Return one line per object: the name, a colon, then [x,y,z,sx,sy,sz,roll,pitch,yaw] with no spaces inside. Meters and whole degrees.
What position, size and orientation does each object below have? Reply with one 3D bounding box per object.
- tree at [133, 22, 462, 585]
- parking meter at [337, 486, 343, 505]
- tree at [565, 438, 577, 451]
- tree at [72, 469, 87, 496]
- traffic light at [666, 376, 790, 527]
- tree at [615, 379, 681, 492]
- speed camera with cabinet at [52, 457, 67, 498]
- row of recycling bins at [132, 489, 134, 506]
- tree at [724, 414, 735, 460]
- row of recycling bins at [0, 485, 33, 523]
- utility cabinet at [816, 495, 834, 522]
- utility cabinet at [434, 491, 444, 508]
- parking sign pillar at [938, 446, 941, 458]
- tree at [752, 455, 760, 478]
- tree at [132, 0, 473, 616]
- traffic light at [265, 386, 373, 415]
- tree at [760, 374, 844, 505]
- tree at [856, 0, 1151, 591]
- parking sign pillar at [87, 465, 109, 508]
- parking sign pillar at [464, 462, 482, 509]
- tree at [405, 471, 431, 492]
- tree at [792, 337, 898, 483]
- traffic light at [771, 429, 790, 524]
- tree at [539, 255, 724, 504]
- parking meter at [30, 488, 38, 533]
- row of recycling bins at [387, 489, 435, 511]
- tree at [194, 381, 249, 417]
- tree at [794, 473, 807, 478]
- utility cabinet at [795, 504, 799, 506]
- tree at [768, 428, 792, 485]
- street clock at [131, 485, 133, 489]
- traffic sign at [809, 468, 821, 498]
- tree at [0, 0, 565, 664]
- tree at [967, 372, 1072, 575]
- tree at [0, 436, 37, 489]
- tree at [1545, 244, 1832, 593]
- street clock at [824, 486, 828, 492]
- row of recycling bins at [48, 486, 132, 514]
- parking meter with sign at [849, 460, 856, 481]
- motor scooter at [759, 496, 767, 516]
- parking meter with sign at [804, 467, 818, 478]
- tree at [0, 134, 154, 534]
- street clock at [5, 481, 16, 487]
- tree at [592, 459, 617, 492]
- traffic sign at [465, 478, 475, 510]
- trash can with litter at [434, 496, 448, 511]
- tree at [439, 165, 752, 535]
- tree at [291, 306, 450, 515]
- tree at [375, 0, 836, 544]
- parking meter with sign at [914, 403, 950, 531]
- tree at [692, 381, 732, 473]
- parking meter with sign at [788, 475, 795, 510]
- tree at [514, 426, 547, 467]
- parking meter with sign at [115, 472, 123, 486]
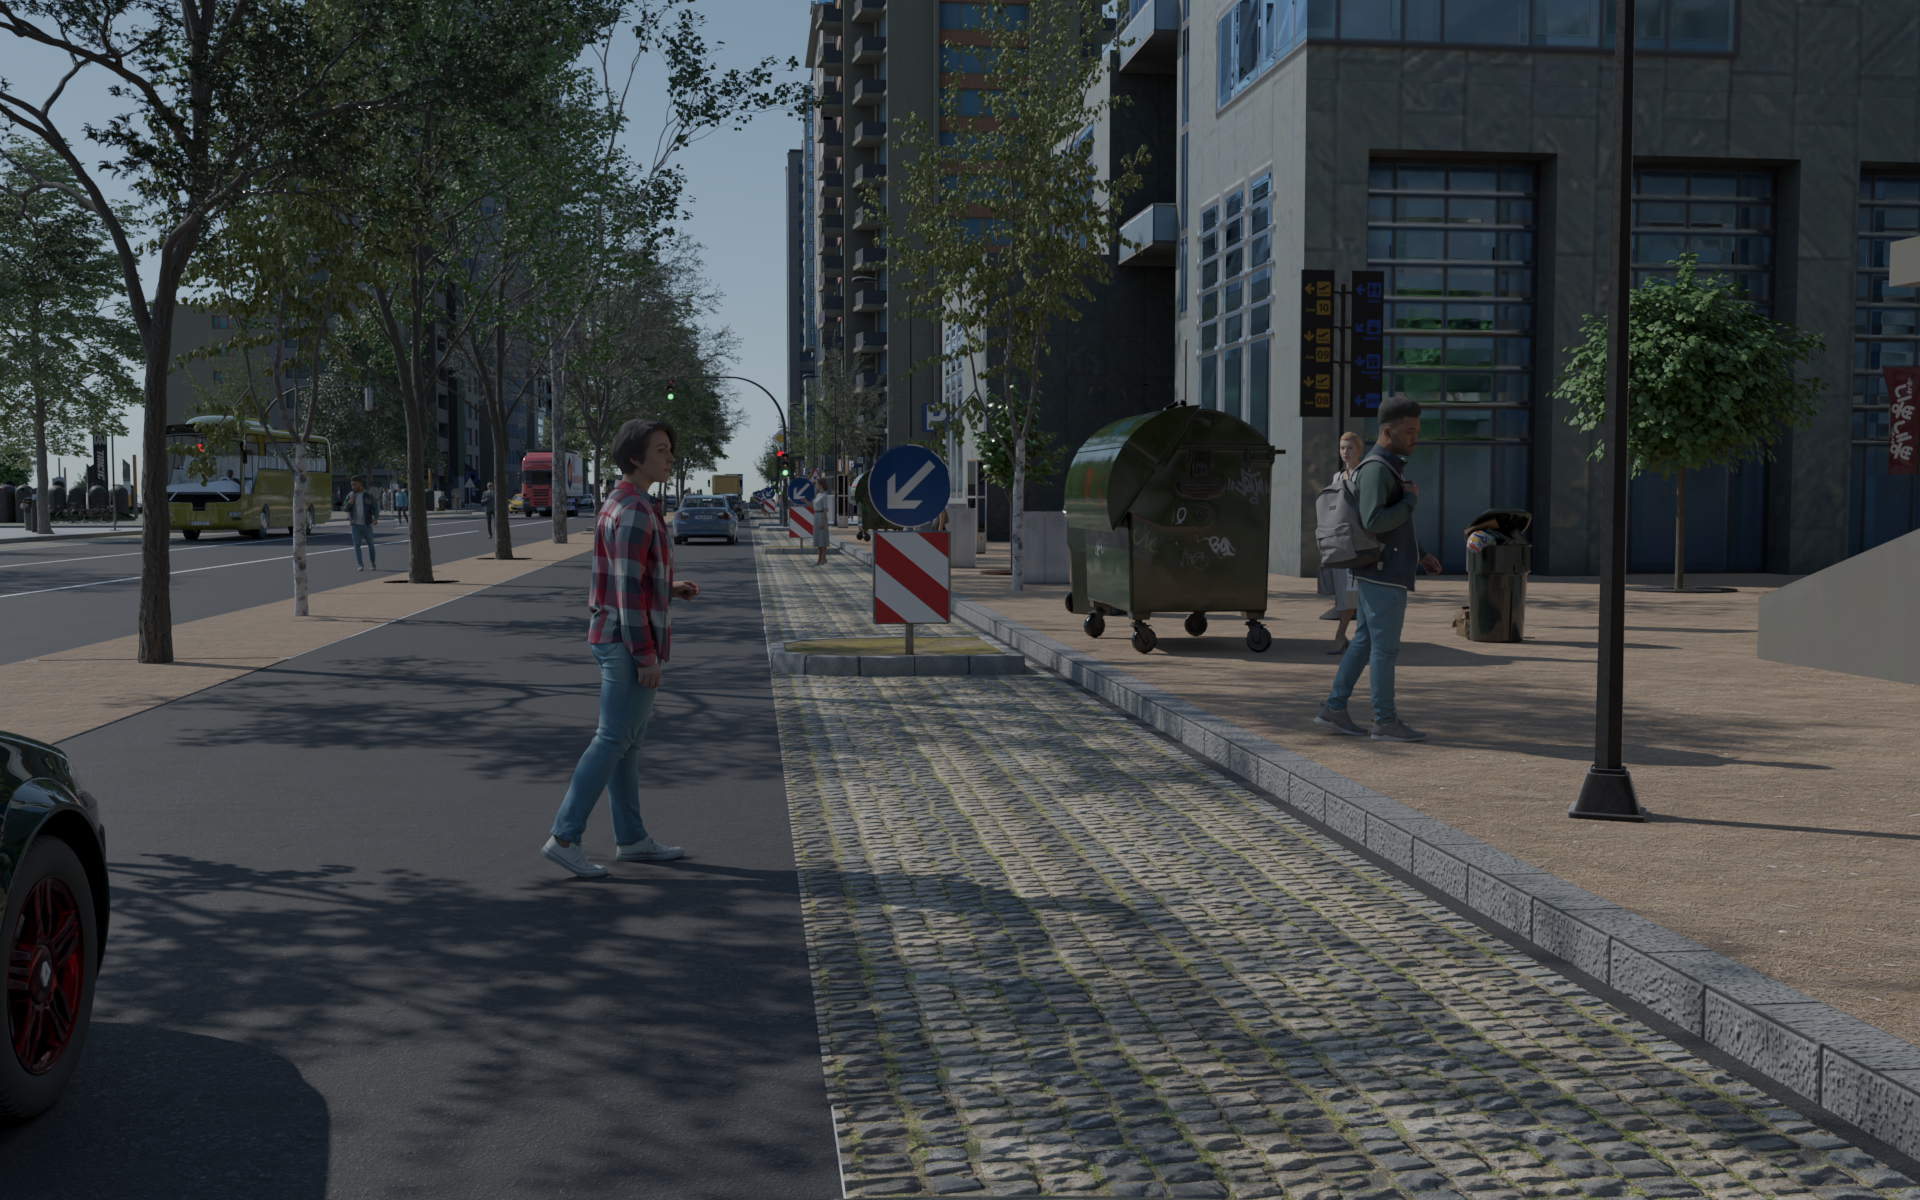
tree: [-8.755,-6.072,27.494,9.928,11.665,9.643,0,3,0]
parking meter: [-47.613,-7.789,133.059,0.399,1.863,0.255,2,4,35]
tree: [-49.248,-16.256,216.145,4.737,8.622,4.395,0,3,0]
tree: [-67.750,-8.554,134.466,1.663,3.219,1.824,0,3,0]
traffic light: [-8.882,-5.636,66.811,4.771,5.953,1.251,0,4,-7]
tree: [-17.035,-8.646,94.175,4.360,8.622,3.978,0,3,0]
speed camera with cabinet: [-49.163,-6.040,93.082,2.038,3.252,0.660,-2,4,-23]
row of recycling bins: [-62.908,-7.474,129.305,3.534,1.692,1.069,1,4,20]
tree: [-20.857,-12.827,130.300,7.486,12.596,7.792,0,3,0]
row of recycling bins: [-42.866,-4.278,77.058,3.534,1.692,1.069,0,4,4]
utility cabinet: [-6.176,-4.211,80.010,1.020,1.237,0.306,3,4,37]
utility cabinet: [-40.880,-7.767,135.666,1.173,1.500,0.318,3,4,37]
parking sign pillar: [-1.170,-6.220,90.169,1.447,3.967,1.447,-1,4,-10]
tree: [-21.610,-15.624,205.817,4.737,8.622,4.395,0,3,0]
tree: [-7.773,-4.123,20.232,4.737,8.622,4.395,0,3,0]
traffic light: [-27.127,-6.000,72.776,4.771,5.953,1.251,0,4,-7]
tree: [-8.776,-9.493,105.565,4.737,8.622,4.395,0,3,0]
tree: [0.716,-4.447,23.067,4.737,8.622,4.395,0,3,0]
parking sign pillar: [-60.109,-8.091,120.754,1.447,3.967,1.447,-2,4,-30]
parking sign pillar: [-41.188,-9.654,146.313,1.447,3.967,1.447,3,5,44]
tree: [-38.407,-7.856,123.050,1.663,3.219,1.824,0,3,0]
tree: [-5.243,-8.058,82.104,4.360,8.622,3.978,0,3,0]
traffic light: [-7.795,-5.273,75.132,0.839,4.253,0.868,0,4,-7]
tree: [-14.821,-9.639,78.185,7.486,12.596,7.792,0,3,0]
parking meter: [-30.757,-3.016,57.726,0.372,1.533,0.369,0,3,0]
row of recycling bins: [-41.295,-7.541,130.405,3.534,1.692,1.069,-3,5,-39]
tree: [-47.674,-9.910,112.398,4.360,8.622,3.978,0,3,0]
tree: [-12.148,-8.403,131.986,1.663,3.219,1.824,0,3,0]
utility cabinet: [-11.734,-7.117,127.531,0.306,1.237,1.020,3,5,41]
tree: [-17.942,-14.156,181.809,4.360,8.622,3.978,0,3,0]
street clock: [-62.697,-7.729,130.933,0.471,2.002,0.358,2,4,33]
traffic sign: [-7.164,-5.259,85.993,0.884,2.594,0.081,0,4,-1]
tree: [-6.787,-4.717,13.989,8.767,10.594,7.601,0,4,-7]
tree: [0.960,-2.024,27.701,1.663,3.219,1.824,0,3,0]
tree: [-53.933,-7.010,98.330,4.285,4.588,4.351,0,3,0]
tree: [9.527,-2.403,23.007,4.285,4.588,4.351,0,3,0]
street clock: [-9.795,-7.358,124.867,0.471,2.002,0.358,-2,4,-26]
row of recycling bins: [-42.329,-4.710,84.126,3.534,1.692,1.069,-2,4,-28]
parking meter with sign: [-4.875,-5.722,89.810,1.738,3.016,0.543,-2,4,-34]
motor scooter: [-12.966,-6.286,115.556,0.815,1.314,1.986,0,4,-6]
parking meter with sign: [-9.259,-7.120,112.679,1.738,3.016,0.543,-1,4,-16]
tree: [-29.167,-8.354,54.713,7.486,12.596,7.792,0,3,0]
street clock: [-59.631,-6.365,108.638,0.471,2.002,0.358,0,4,-5]
tree: [-58.092,-20.366,283.345,4.737,8.622,4.395,0,3,0]
traffic sign: [-39.166,-8.464,138.387,0.884,2.594,0.081,0,4,3]
trash can with litter: [-38.630,-7.184,128.849,0.624,1.170,1.055,1,4,17]
tree: [-12.833,-9.059,60.934,12.009,13.543,11.850,0,3,0]
tree: [-35.790,-11.467,104.500,9.611,12.733,9.660,0,3,0]
tree: [-10.210,-11.635,48.573,12.611,20.169,13.585,0,3,0]
parking meter with sign: [-0.611,-2.312,34.059,0.543,3.016,1.738,-1,4,-10]
tree: [-18.926,-10.610,110.346,8.767,10.594,7.601,0,4,-7]
parking meter with sign: [-13.565,-8.861,141.141,0.543,3.016,1.738,-2,4,-28]
tree: [-45.385,-14.244,183.254,4.360,8.622,3.978,0,3,0]
parking meter with sign: [-65.013,-8.414,133.837,1.738,3.016,0.543,2,4,24]
